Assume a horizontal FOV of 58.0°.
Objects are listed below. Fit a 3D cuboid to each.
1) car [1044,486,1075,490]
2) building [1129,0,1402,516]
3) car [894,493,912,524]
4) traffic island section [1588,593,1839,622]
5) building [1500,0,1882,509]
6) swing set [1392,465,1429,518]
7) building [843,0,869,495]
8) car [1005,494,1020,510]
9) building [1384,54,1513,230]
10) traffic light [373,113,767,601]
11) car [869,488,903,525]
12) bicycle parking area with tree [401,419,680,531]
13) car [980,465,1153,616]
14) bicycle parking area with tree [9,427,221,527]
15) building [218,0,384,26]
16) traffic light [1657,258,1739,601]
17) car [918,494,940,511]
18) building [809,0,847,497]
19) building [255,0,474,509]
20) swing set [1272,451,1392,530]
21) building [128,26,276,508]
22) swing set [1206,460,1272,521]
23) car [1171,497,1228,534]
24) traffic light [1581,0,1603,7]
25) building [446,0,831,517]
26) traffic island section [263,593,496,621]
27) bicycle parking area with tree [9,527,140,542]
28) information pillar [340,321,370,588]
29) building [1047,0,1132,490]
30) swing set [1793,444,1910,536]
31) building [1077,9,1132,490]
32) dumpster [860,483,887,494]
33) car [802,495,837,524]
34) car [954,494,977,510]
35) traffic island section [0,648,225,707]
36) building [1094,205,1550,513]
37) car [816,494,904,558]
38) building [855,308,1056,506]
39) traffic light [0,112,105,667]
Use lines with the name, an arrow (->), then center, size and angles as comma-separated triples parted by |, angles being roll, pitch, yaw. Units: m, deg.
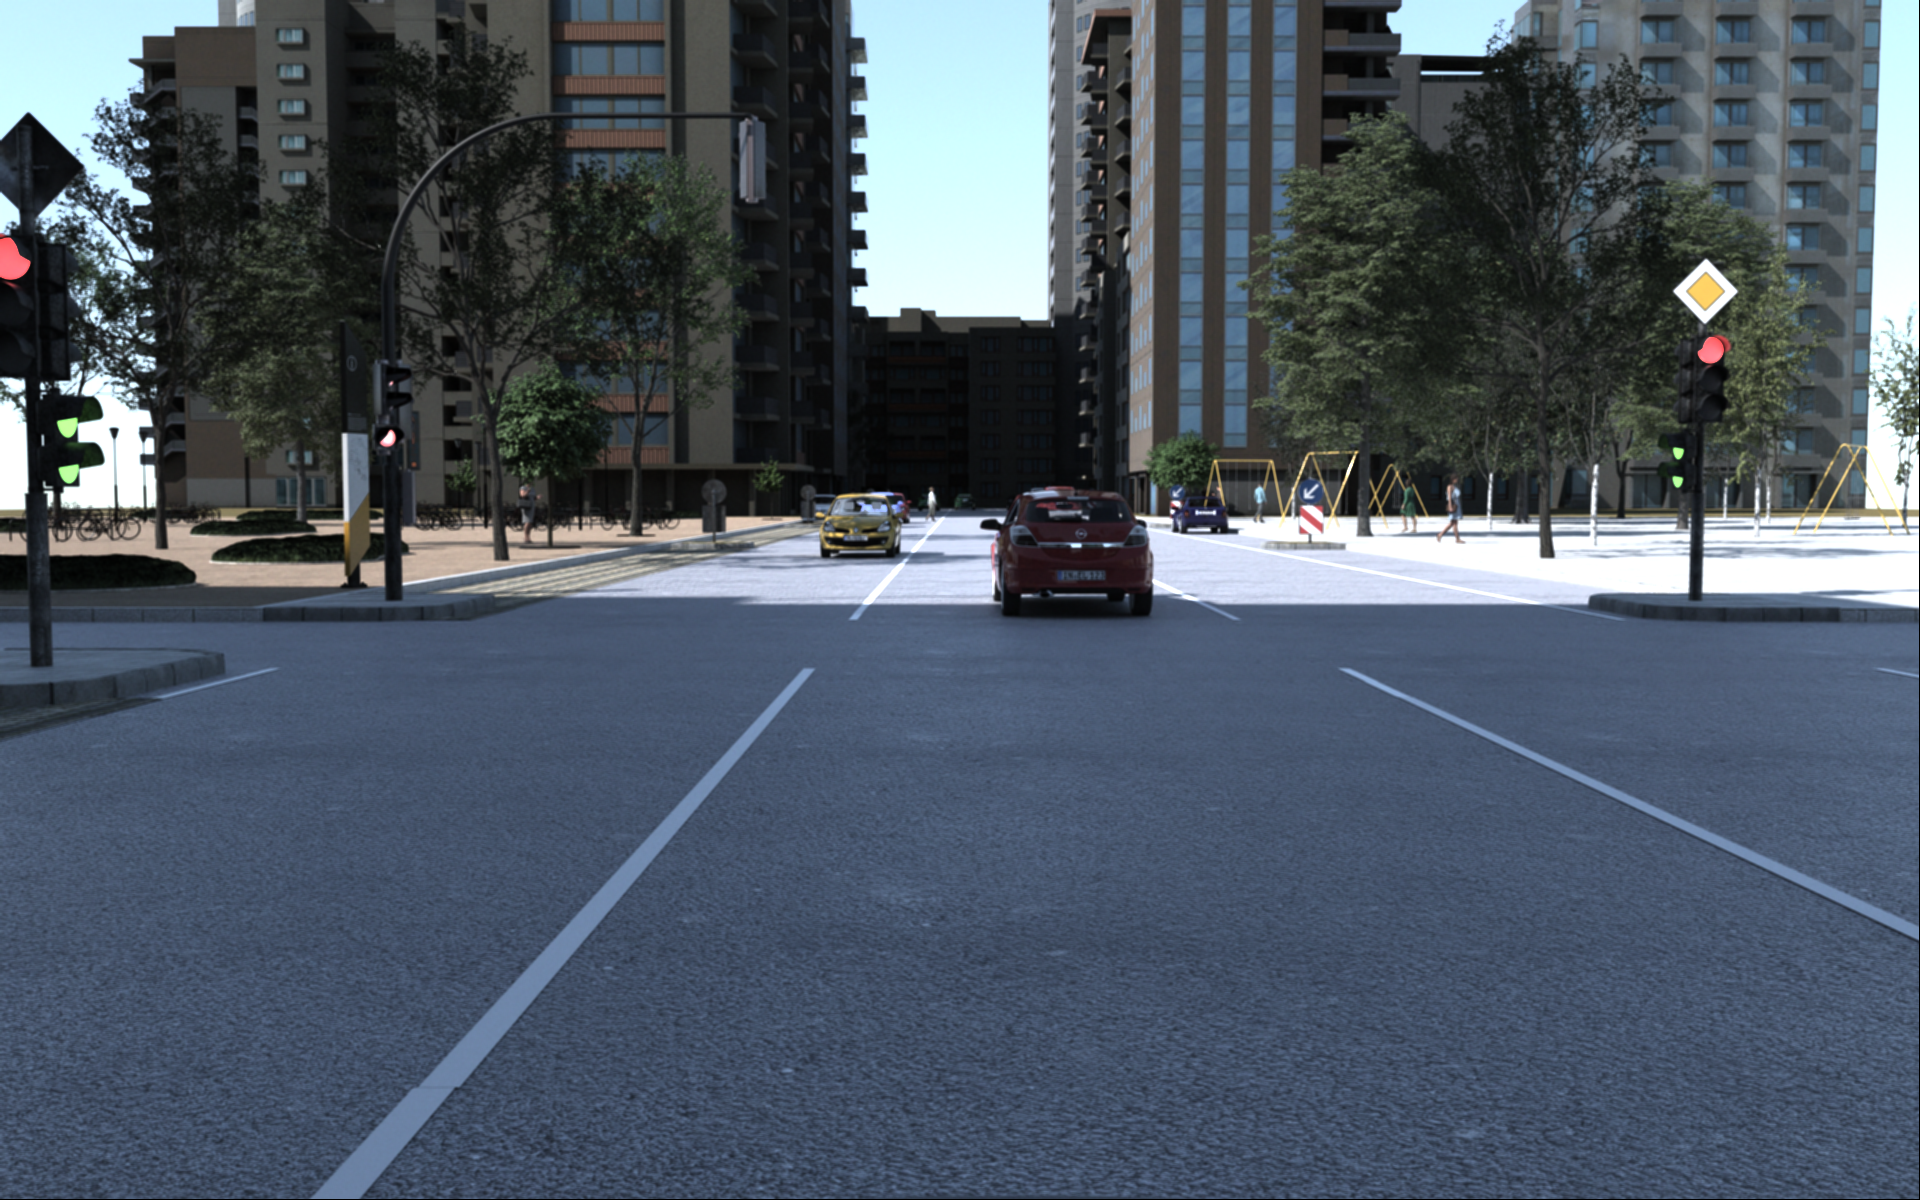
car -> 4.843, -4.670, 85.021 | 2.281, 1.827, 5.304 | 0, 4, 0
building -> 18.024, -27.872, 105.812 | 14.600, 45.320, 14.200 | 0, 4, 0
car -> -3.412, -4.640, 84.903 | 2.155, 1.783, 4.494 | 0, 4, 1
traffic island section -> 8.887, 0.086, 20.877 | 2.009, 0.180, 2.903 | 0, 4, 0
building -> 66.137, -33.003, 159.211 | 30.456, 49.044, 23.786 | 0, 4, 0
swing set -> 23.420, -5.829, 92.929 | 2.862, 2.851, 3.119 | 2, 4, 26
building -> -23.911, -33.037, 159.756 | 30.456, 49.044, 23.786 | 0, 4, 0
car -> 5.063, -8.842, 154.349 | 2.009, 1.686, 4.222 | 0, 4, -1
building -> 43.487, -29.436, 164.874 | 14.086, 41.232, 14.154 | 0, 4, 0
traffic light -> -4.722, -2.823, 20.816 | 4.771, 5.953, 1.251 | 0, 4, 0
car -> -3.410, -4.002, 75.020 | 1.945, 1.707, 3.694 | 0, 4, 0
bicycle parking area with tree -> -15.447, -4.648, 62.995 | 9.016, 4.147, 8.231 | -3, 5, -40
car -> 1.346, -0.787, 21.906 | 2.155, 1.783, 4.494 | 0, 4, -1
bicycle parking area with tree -> -37.118, -5.515, 77.165 | 9.016, 4.147, 8.231 | 0, 4, 1
building -> -64.454, -39.569, 188.956 | 28.212, 58.520, 21.231 | 0, 4, 0
traffic light -> 8.847, -1.948, 20.763 | 0.839, 4.253, 0.868 | 0, 4, 0
car -> -2.678, -8.669, 150.530 | 1.959, 1.807, 4.718 | 0, 4, 2
building -> -16.047, -29.475, 132.019 | 14.600, 45.320, 14.200 | 0, 4, 0
building -> -49.939, -32.799, 159.967 | 21.600, 48.544, 21.300 | 0, 4, 0
swing set -> 13.827, -4.090, 64.490 | 2.862, 2.851, 3.119 | -2, 4, -26
building -> -68.003, -31.456, 164.411 | 14.200, 45.320, 14.600 | 0, 4, 0
swing set -> 13.136, -5.020, 79.704 | 3.119, 2.851, 2.862 | -1, 4, -16
car -> 8.775, -3.118, 63.563 | 1.945, 1.354, 3.894 | 0, 4, 1
traffic light -> 6.735, -2.323, 12.642 | 4.771, 5.953, 1.251 | 0, 4, 0
building -> -19.924, -27.885, 110.552 | 22.147, 44.769, 28.867 | 0, 4, 0
traffic island section -> -6.855, 0.083, 20.921 | 2.009, 0.180, 2.903 | 0, 4, 0
bicycle parking area with tree -> -27.877, -3.654, 46.739 | 8.231, 4.147, 9.016 | 3, 4, 36
information pillar -> -8.286, -1.979, 23.717 | 0.183, 3.616, 0.504 | 1, 4, 16
building -> 24.033, -39.544, 188.535 | 28.212, 58.520, 21.231 | 0, 4, 0
swing set -> 28.505, -3.524, 55.230 | 2.862, 2.851, 3.119 | 3, 4, 38
building -> 22.316, -30.729, 157.042 | 22.147, 44.769, 28.867 | 0, 4, 0
dumpster -> -6.489, -7.657, 130.141 | 1.985, 2.255, 1.502 | 0, 4, 2
car -> -6.598, -4.384, 83.678 | 2.014, 1.417, 4.499 | 0, 4, 0
car -> 0.470, -8.849, 156.478 | 2.131, 1.459, 4.920 | 0, 4, 1
traffic island section -> -6.875, 0.572, 12.936 | 2.009, 0.180, 2.903 | 0, 4, 0
building -> 24.892, -17.333, 128.434 | 27.650, 21.520, 28.899 | 0, 4, 0
car -> -2.291, -1.839, 40.296 | 2.015, 1.641, 3.980 | 0, 4, 1
building -> -4.513, -21.301, 193.317 | 28.899, 21.520, 27.650 | 0, 4, 0
traffic light -> -6.834, -1.461, 12.801 | 0.839, 4.253, 0.868 | 0, 4, 0
